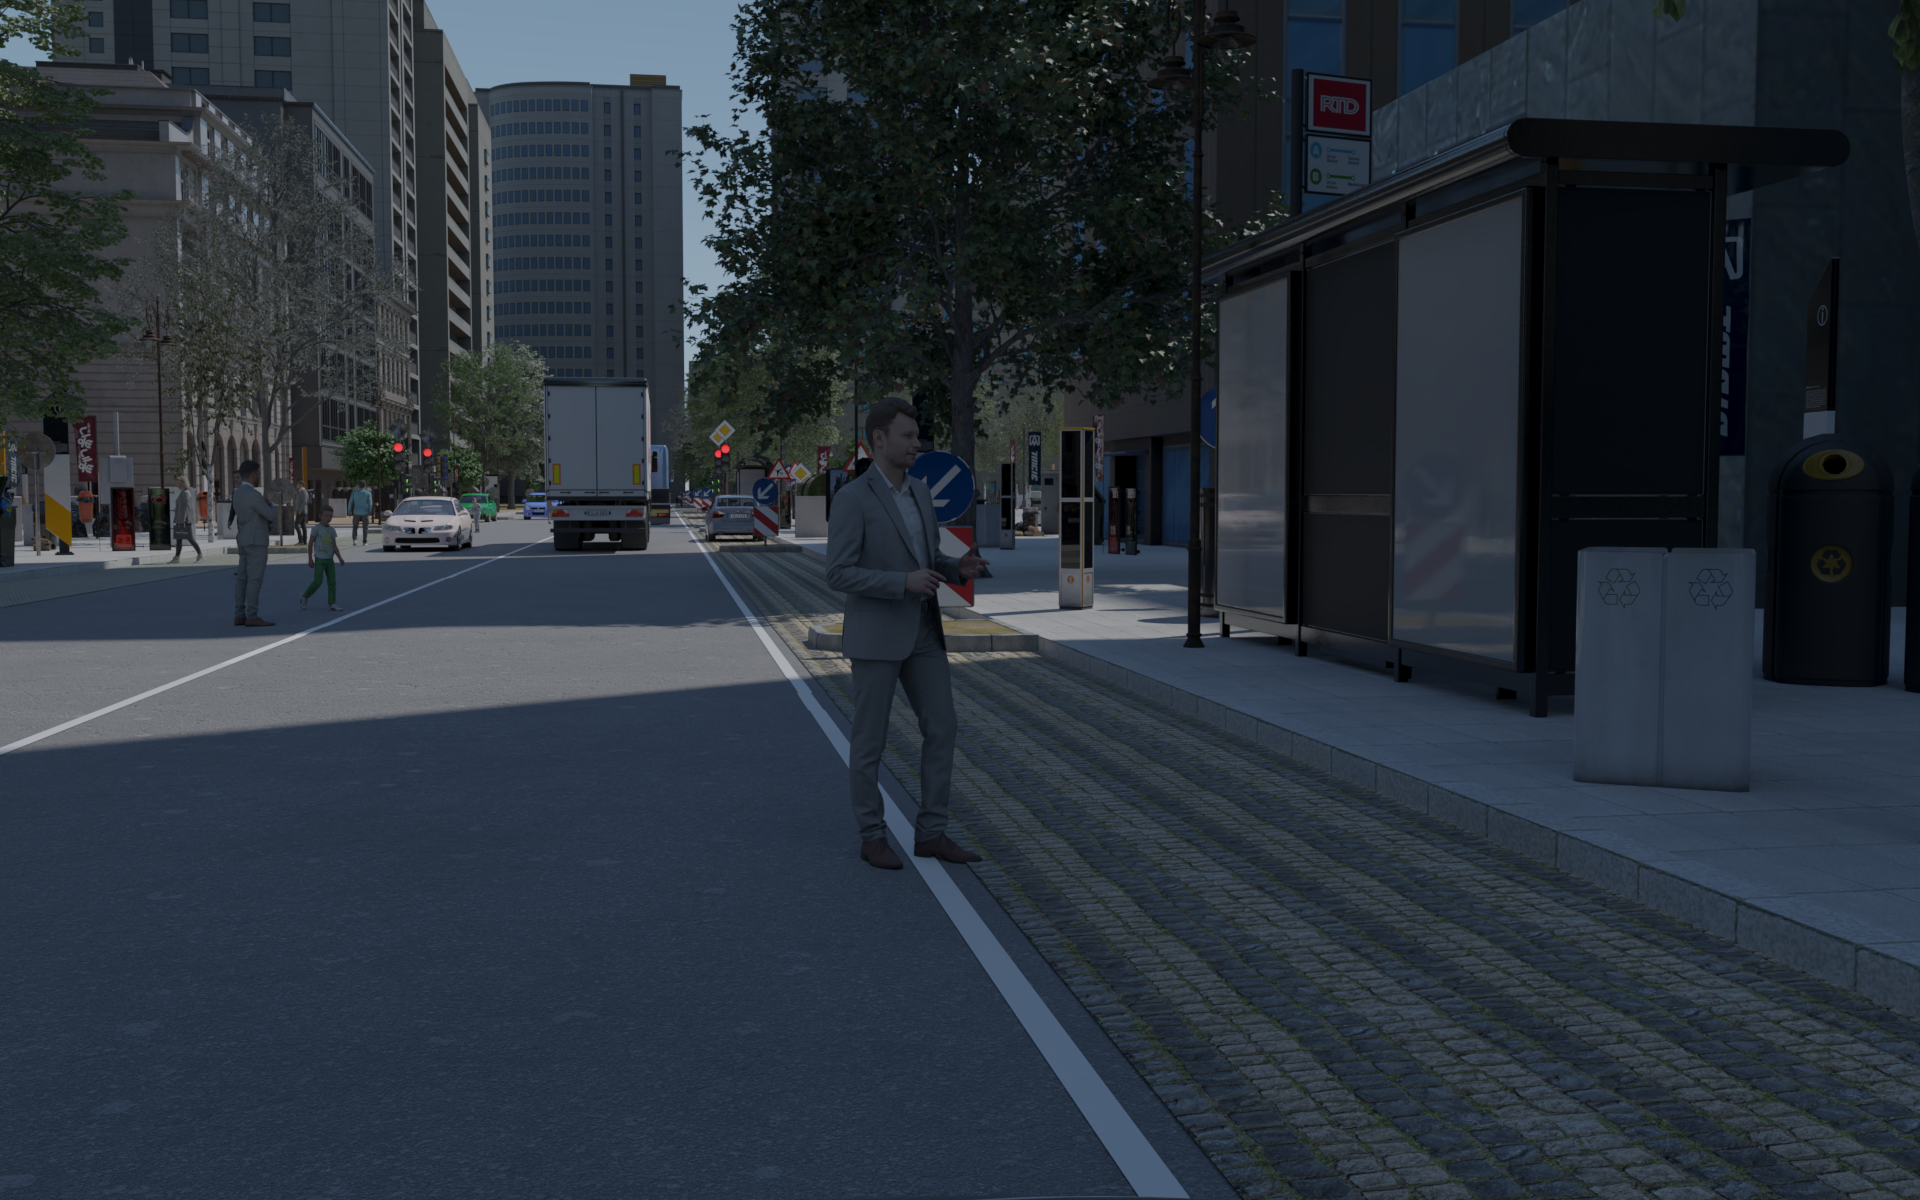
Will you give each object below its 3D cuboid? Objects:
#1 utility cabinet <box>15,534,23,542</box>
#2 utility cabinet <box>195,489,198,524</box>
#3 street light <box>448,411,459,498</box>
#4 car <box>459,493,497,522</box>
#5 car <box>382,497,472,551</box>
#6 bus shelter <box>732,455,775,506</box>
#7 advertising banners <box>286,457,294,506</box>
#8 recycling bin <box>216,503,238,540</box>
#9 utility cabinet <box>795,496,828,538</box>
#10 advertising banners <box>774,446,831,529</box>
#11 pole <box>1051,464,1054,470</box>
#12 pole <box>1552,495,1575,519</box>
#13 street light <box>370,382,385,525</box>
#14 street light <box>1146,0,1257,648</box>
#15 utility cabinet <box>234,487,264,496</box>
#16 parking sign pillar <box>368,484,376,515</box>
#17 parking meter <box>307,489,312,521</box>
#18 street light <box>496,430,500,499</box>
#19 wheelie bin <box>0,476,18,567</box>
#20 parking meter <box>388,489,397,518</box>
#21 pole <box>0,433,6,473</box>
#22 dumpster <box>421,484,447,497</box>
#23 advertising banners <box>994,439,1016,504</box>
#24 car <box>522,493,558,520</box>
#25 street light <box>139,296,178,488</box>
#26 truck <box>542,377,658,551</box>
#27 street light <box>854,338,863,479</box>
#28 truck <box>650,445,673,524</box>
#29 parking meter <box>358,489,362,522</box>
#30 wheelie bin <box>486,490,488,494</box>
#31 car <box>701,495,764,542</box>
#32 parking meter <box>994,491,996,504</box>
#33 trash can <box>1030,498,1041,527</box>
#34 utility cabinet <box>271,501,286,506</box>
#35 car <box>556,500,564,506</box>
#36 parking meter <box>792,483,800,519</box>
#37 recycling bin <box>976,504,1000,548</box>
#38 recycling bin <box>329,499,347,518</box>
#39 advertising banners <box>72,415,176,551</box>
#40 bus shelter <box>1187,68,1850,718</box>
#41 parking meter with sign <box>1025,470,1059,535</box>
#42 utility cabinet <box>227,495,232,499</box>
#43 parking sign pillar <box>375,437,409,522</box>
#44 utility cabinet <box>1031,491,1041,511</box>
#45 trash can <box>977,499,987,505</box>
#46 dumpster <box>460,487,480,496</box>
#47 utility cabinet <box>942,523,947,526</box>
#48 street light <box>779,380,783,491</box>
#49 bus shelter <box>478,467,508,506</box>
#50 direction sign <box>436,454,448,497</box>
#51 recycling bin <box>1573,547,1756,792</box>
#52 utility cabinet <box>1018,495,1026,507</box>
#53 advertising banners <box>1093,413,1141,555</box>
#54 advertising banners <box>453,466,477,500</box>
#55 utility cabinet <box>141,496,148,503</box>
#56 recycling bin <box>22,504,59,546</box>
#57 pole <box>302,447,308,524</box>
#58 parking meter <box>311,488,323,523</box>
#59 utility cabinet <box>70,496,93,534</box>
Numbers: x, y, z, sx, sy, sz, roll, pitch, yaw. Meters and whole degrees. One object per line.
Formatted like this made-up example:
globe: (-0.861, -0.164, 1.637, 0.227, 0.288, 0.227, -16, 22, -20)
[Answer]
utility cabinet: (-25.807, -2.166, 46.569, 1.020, 1.237, 0.306, -2, 4, -29)
utility cabinet: (-33.265, -3.998, 74.044, 1.173, 1.500, 0.318, -2, 4, -33)
street light: (-28.320, -7.597, 96.991, 0.468, 5.910, 1.993, -1, 4, -10)
car: (-24.683, -4.858, 88.217, 1.959, 1.807, 4.718, -1, 4, -8)
car: (-13.748, -1.987, 44.857, 2.083, 1.381, 4.827, -1, 4, -10)
bus shelter: (-10.769, -5.964, 91.438, 2.014, 3.302, 5.546, -1, 4, -10)
advertising banners: (-32.413, -5.318, 83.139, 2.074, 3.025, 0.090, 3, 5, 43)
recycling bin: (-20.679, -2.246, 49.273, 0.722, 1.027, 0.722, -3, 4, -38)
utility cabinet: (-4.370, -2.453, 51.265, 1.020, 1.237, 0.306, 0, 4, -4)
advertising banners: (-5.696, -4.096, 63.163, 2.074, 3.025, 0.090, 1, 4, 11)
pole: (6.313, -7.581, 117.784, 0.158, 3.312, 0.155, 0, 3, 0)
pole: (5.451, -1.333, 15.644, 0.158, 3.312, 0.155, 0, 3, 0)
street light: (-23.959, -6.028, 71.347, 0.468, 5.910, 1.993, -1, 4, -10)
street light: (1.960, -2.541, 14.331, 0.468, 5.910, 1.993, -1, 4, -10)
utility cabinet: (-23.456, -2.966, 57.176, 0.318, 1.500, 1.173, 1, 4, 13)
parking sign pillar: (-35.705, -7.129, 105.035, 1.447, 3.967, 1.447, -1, 4, -12)
parking meter: (-30.639, -4.488, 81.795, 0.372, 1.533, 0.369, 0, 3, 0)
street light: (-32.645, -9.146, 122.328, 0.468, 5.910, 1.993, -1, 4, -10)
wheelie bin: (-17.057, -1.379, 30.450, 0.980, 1.594, 0.693, 0, 4, 2)
parking meter: (-25.664, -4.274, 78.287, 0.372, 1.533, 0.369, 0, 3, 0)
pole: (-31.743, -3.890, 57.452, 0.158, 3.312, 0.155, 0, 3, 0)
dumpster: (-30.483, -5.783, 100.312, 1.264, 1.857, 1.865, -1, 4, -10)
advertising banners: (1.470, -3.676, 56.283, 0.090, 3.025, 2.074, -1, 4, -16)
car: (-23.551, -5.358, 97.198, 1.945, 1.707, 3.694, -1, 4, -10)
street light: (-18.709, -4.144, 40.549, 0.468, 5.910, 1.993, -1, 4, -10)
truck: (-9.689, -3.565, 47.202, 2.839, 4.237, 11.283, -1, 4, -10)
street light: (-2.380, -4.094, 39.719, 0.468, 5.910, 1.993, -1, 4, -10)
truck: (-16.240, -6.095, 89.418, 2.967, 4.110, 18.799, -1, 4, -10)
parking meter: (-30.147, -4.810, 87.055, 0.372, 1.533, 0.369, 0, 3, 0)
wheelie bin: (-34.767, -7.362, 128.281, 0.980, 1.594, 0.693, 0, 4, 7)
car: (-6.924, -2.521, 53.226, 2.014, 1.417, 4.499, -1, 4, -10)
parking meter: (2.330, -6.075, 107.744, 0.372, 1.533, 0.369, 0, 3, 0)
trash can: (3.093, -3.469, 68.369, 0.748, 1.137, 0.748, 0, 3, 0)
utility cabinet: (-23.749, -2.965, 59.633, 1.020, 1.237, 0.306, 0, 3, 0)
car: (-24.406, -5.942, 106.743, 1.945, 1.707, 3.694, -1, 4, -11)
parking meter: (-8.312, -5.021, 87.803, 0.255, 1.863, 0.399, 2, 4, 26)
recycling bin: (0.690, -1.798, 41.944, 0.722, 1.027, 0.722, -2, 4, -34)
recycling bin: (-33.766, -4.980, 93.977, 0.722, 1.027, 0.722, -3, 5, -39)
advertising banners: (-18.782, -2.611, 38.884, 2.074, 3.025, 0.090, -2, 4, -33)
bus shelter: (3.360, -2.231, 14.107, 2.179, 5.291, 8.768, -1, 4, -10)
parking meter with sign: (2.925, -3.580, 54.789, 1.738, 3.016, 0.543, 1, 4, 16)
utility cabinet: (-34.261, -4.347, 82.228, 0.306, 1.237, 1.020, 2, 4, 27)
parking sign pillar: (-26.611, -5.689, 81.485, 1.447, 3.967, 1.447, -1, 4, -20)
utility cabinet: (5.781, -7.557, 132.235, 0.318, 1.500, 1.173, -3, 5, -42)
trash can: (0.373, -2.173, 47.179, 0.748, 1.137, 0.748, 0, 3, 0)
dumpster: (-34.672, -7.135, 122.410, 1.264, 1.857, 1.865, -1, 4, -10)
utility cabinet: (-0.371, -2.013, 41.590, 0.318, 1.500, 1.173, 3, 5, 43)
street light: (-6.718, -5.643, 65.053, 0.468, 5.910, 1.993, -1, 4, -10)
bus shelter: (-36.004, -8.517, 133.175, 2.014, 3.302, 5.546, -1, 4, -10)
direction sign: (-29.569, -6.537, 98.885, 0.379, 3.537, 0.876, 2, 4, 29)
recycling bin: (3.202, 0.287, 7.869, 0.722, 1.027, 0.722, 2, 4, 24)
utility cabinet: (5.519, -8.502, 150.175, 1.020, 1.237, 0.306, 0, 4, 6)
advertising banners: (3.312, -2.495, 36.981, 0.090, 3.025, 2.074, -1, 4, -23)
advertising banners: (-30.218, -6.706, 105.828, 2.074, 3.025, 0.090, 2, 4, 30)
utility cabinet: (-34.753, -3.862, 74.301, 1.020, 1.237, 0.306, 3, 4, 39)
recycling bin: (-22.824, -1.873, 43.175, 0.722, 1.027, 0.722, 0, 4, 2)
pole: (-28.425, -4.973, 75.160, 0.158, 3.312, 0.155, 0, 3, 0)
parking meter: (-28.881, -4.256, 78.003, 0.372, 1.533, 0.369, 0, 3, 0)
utility cabinet: (-28.230, -2.695, 55.226, 1.020, 1.237, 0.306, -3, 5, -43)
